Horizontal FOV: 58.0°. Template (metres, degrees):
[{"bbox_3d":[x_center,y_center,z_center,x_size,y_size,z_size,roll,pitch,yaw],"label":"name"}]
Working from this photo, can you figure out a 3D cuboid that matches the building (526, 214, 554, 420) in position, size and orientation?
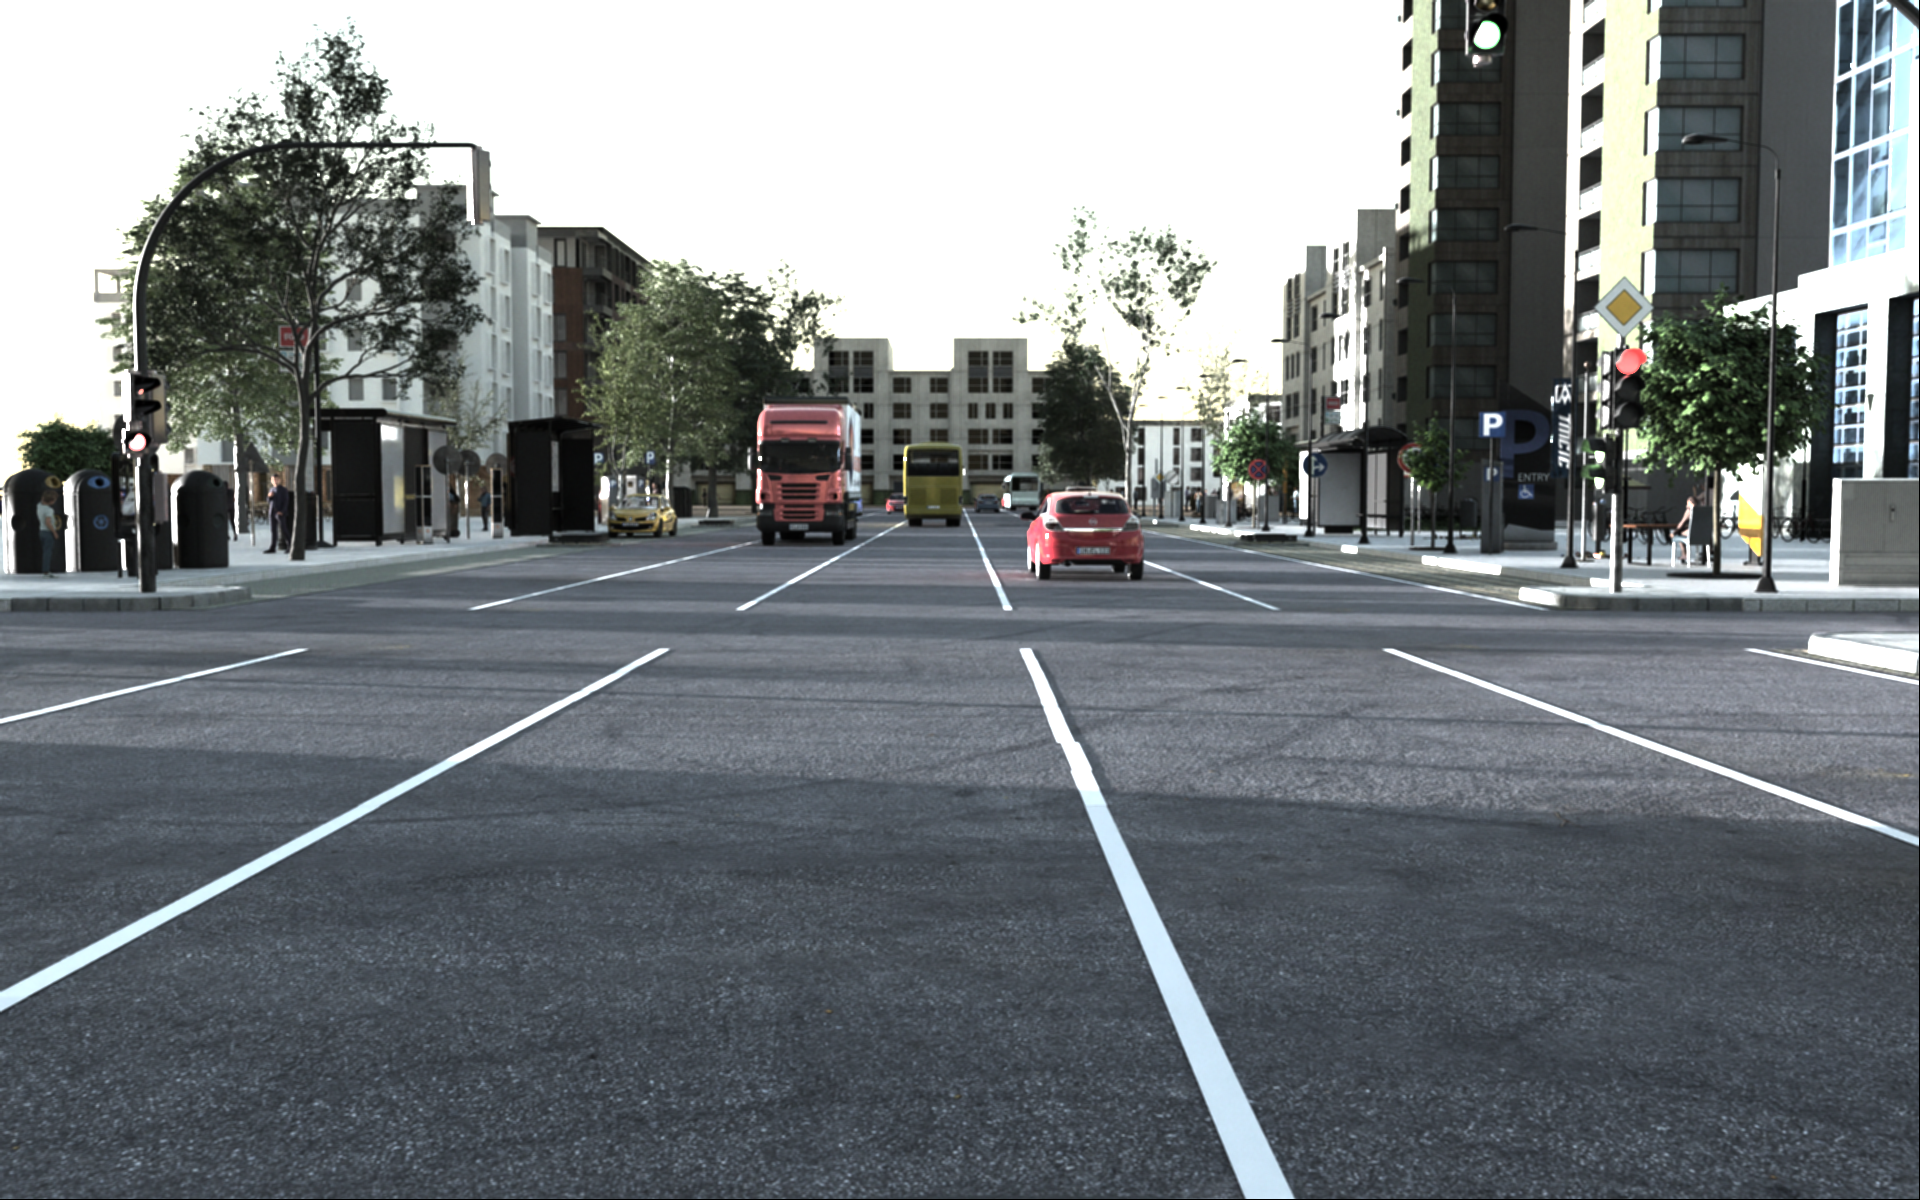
[{"bbox_3d":[-35.637,-15.834,115.302,16.016,20.091,11.380,0,3,0],"label":"building"}]

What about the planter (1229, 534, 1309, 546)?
[{"bbox_3d":[8.555,-1.664,48.347,1.991,0.319,1.994,0,3,0],"label":"planter"}]

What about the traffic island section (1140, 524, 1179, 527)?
[{"bbox_3d":[8.519,-3.260,76.170,1.991,0.108,1.994,0,3,0],"label":"traffic island section"}]

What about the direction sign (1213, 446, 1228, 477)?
[{"bbox_3d":[12.065,-5.358,79.605,0.876,3.537,0.379,2,4,27],"label":"direction sign"}]

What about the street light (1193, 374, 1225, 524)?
[{"bbox_3d":[9.930,-5.799,67.348,1.470,5.913,1.316,0,3,0],"label":"street light"}]

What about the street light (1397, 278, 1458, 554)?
[{"bbox_3d":[10.080,-3.964,37.350,1.470,5.913,1.316,0,3,0],"label":"street light"}]

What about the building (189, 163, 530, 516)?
[{"bbox_3d":[-35.557,-15.139,103.944,16.016,20.091,11.380,0,3,0],"label":"building"}]

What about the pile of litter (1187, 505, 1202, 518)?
[{"bbox_3d":[12.997,-4.860,93.419,1.719,0.858,1.176,-1,4,-16],"label":"pile of litter"}]

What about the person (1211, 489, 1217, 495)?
[{"bbox_3d":[21.514,-8.554,146.572,0.551,1.740,0.621,-2,4,-26],"label":"person"}]

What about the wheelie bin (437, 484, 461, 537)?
[{"bbox_3d":[-15.237,-2.657,51.351,0.693,1.594,0.980,-3,5,-41],"label":"wheelie bin"}]

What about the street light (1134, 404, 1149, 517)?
[{"bbox_3d":[9.910,-7.174,89.838,1.470,5.913,1.316,0,3,0],"label":"street light"}]

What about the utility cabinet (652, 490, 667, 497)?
[{"bbox_3d":[-16.140,-5.093,91.956,1.173,1.500,0.318,2,4,25],"label":"utility cabinet"}]

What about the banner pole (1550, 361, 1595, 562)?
[{"bbox_3d":[11.629,-2.621,32.869,0.863,3.779,0.401,2,4,25],"label":"banner pole"}]

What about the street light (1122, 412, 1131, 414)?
[{"bbox_3d":[9.835,-7.655,97.704,1.470,5.913,1.316,0,3,0],"label":"street light"}]

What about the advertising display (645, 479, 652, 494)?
[{"bbox_3d":[-13.459,-4.264,74.936,0.123,1.923,0.974,-1,4,-21],"label":"advertising display"}]

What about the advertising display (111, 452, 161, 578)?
[{"bbox_3d":[-12.827,-1.331,26.984,0.123,1.923,0.974,1,4,11],"label":"advertising display"}]

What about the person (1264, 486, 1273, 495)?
[{"bbox_3d":[20.804,-6.751,116.520,0.705,1.812,1.348,-2,4,-26],"label":"person"}]

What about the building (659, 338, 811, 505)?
[{"bbox_3d":[-32.265,-20.671,204.430,31.486,18.905,16.747,0,3,0],"label":"building"}]

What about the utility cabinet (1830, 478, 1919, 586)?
[{"bbox_3d":[12.761,-0.937,24.005,1.173,1.500,0.318,1,4,9],"label":"utility cabinet"}]

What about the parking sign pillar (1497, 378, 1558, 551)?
[{"bbox_3d":[13.060,-3.147,39.928,1.447,3.967,1.447,1,4,19],"label":"parking sign pillar"}]

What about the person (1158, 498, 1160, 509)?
[{"bbox_3d":[17.611,-8.776,152.721,0.628,1.438,0.799,-2,4,-31],"label":"person"}]

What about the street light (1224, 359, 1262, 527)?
[{"bbox_3d":[10.031,-5.328,59.648,1.470,5.913,1.316,0,3,0],"label":"street light"}]

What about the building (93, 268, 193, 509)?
[{"bbox_3d":[-66.413,-18.071,151.875,11.380,20.091,16.016,0,3,0],"label":"building"}]

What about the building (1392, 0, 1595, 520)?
[{"bbox_3d":[29.977,-19.504,90.590,14.160,30.474,14.107,0,3,0],"label":"building"}]

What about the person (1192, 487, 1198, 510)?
[{"bbox_3d":[18.884,-8.185,139.848,0.705,1.826,1.348,3,5,42],"label":"person"}]

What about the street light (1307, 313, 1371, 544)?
[{"bbox_3d":[9.921,-4.409,44.624,1.470,5.913,1.316,0,3,0],"label":"street light"}]

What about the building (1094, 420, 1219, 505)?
[{"bbox_3d":[29.485,-15.815,200.718,28.070,9.664,9.099,0,3,0],"label":"building"}]

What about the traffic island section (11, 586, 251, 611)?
[{"bbox_3d":[-10.636,-0.022,22.643,2.009,0.180,2.903,0,3,0],"label":"traffic island section"}]

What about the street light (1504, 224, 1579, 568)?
[{"bbox_3d":[10.067,-3.512,29.970,1.470,5.913,1.316,0,3,0],"label":"street light"}]

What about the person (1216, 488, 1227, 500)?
[{"bbox_3d":[20.686,-8.050,137.673,0.705,1.822,1.348,-3,5,-39],"label":"person"}]

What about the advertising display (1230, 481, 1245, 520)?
[{"bbox_3d":[13.999,-5.024,87.358,0.123,1.923,0.974,-2,4,-35],"label":"advertising display"}]

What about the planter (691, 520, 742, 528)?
[{"bbox_3d":[-10.399,-3.247,74.232,1.991,0.319,1.994,0,3,0],"label":"planter"}]

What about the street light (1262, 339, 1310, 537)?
[{"bbox_3d":[9.953,-4.854,51.898,1.470,5.913,1.316,0,3,0],"label":"street light"}]

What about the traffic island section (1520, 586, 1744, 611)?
[{"bbox_3d":[8.605,-0.024,22.670,2.009,0.180,2.903,0,3,0],"label":"traffic island section"}]

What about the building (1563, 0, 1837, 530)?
[{"bbox_3d":[31.817,-23.524,68.209,14.154,41.232,14.086,0,3,0],"label":"building"}]

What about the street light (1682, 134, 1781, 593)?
[{"bbox_3d":[10.018,-3.056,22.508,1.470,5.913,1.316,0,3,0],"label":"street light"}]

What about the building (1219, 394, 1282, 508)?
[{"bbox_3d":[28.762,-12.470,146.030,9.099,9.664,28.070,0,3,0],"label":"building"}]

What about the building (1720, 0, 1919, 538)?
[{"bbox_3d":[40.241,-44.919,47.091,31.000,86.520,22.319,0,3,0],"label":"building"}]

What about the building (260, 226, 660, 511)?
[{"bbox_3d":[-43.525,-18.498,146.415,32.646,21.610,27.936,0,3,0],"label":"building"}]

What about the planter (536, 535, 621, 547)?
[{"bbox_3d":[-10.351,-1.599,47.288,1.991,0.319,1.994,0,3,0],"label":"planter"}]

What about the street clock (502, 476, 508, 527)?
[{"bbox_3d":[-17.681,-3.855,67.594,0.471,2.002,0.358,1,4,17],"label":"street clock"}]

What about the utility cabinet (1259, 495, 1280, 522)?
[{"bbox_3d":[14.234,-4.211,80.013,1.020,1.237,0.306,-1,4,-16],"label":"utility cabinet"}]

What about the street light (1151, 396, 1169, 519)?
[{"bbox_3d":[10.033,-6.716,82.351,1.470,5.913,1.316,0,3,0],"label":"street light"}]

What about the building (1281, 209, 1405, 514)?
[{"bbox_3d":[32.869,-15.264,116.032,16.747,18.905,31.486,0,3,0],"label":"building"}]

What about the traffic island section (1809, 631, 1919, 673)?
[{"bbox_3d":[8.618,0.465,14.684,2.009,0.180,2.903,0,3,0],"label":"traffic island section"}]

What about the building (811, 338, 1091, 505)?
[{"bbox_3d":[-0.779,-20.652,204.124,31.486,18.905,16.747,0,3,0],"label":"building"}]

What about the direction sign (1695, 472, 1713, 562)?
[{"bbox_3d":[14.153,-2.494,32.779,0.379,3.537,0.876,-1,4,-19],"label":"direction sign"}]

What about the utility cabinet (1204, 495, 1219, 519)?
[{"bbox_3d":[13.248,-4.892,91.151,0.306,1.237,1.020,3,5,40],"label":"utility cabinet"}]

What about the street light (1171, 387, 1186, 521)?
[{"bbox_3d":[10.009,-6.271,75.077,1.470,5.913,1.316,0,3,0],"label":"street light"}]
